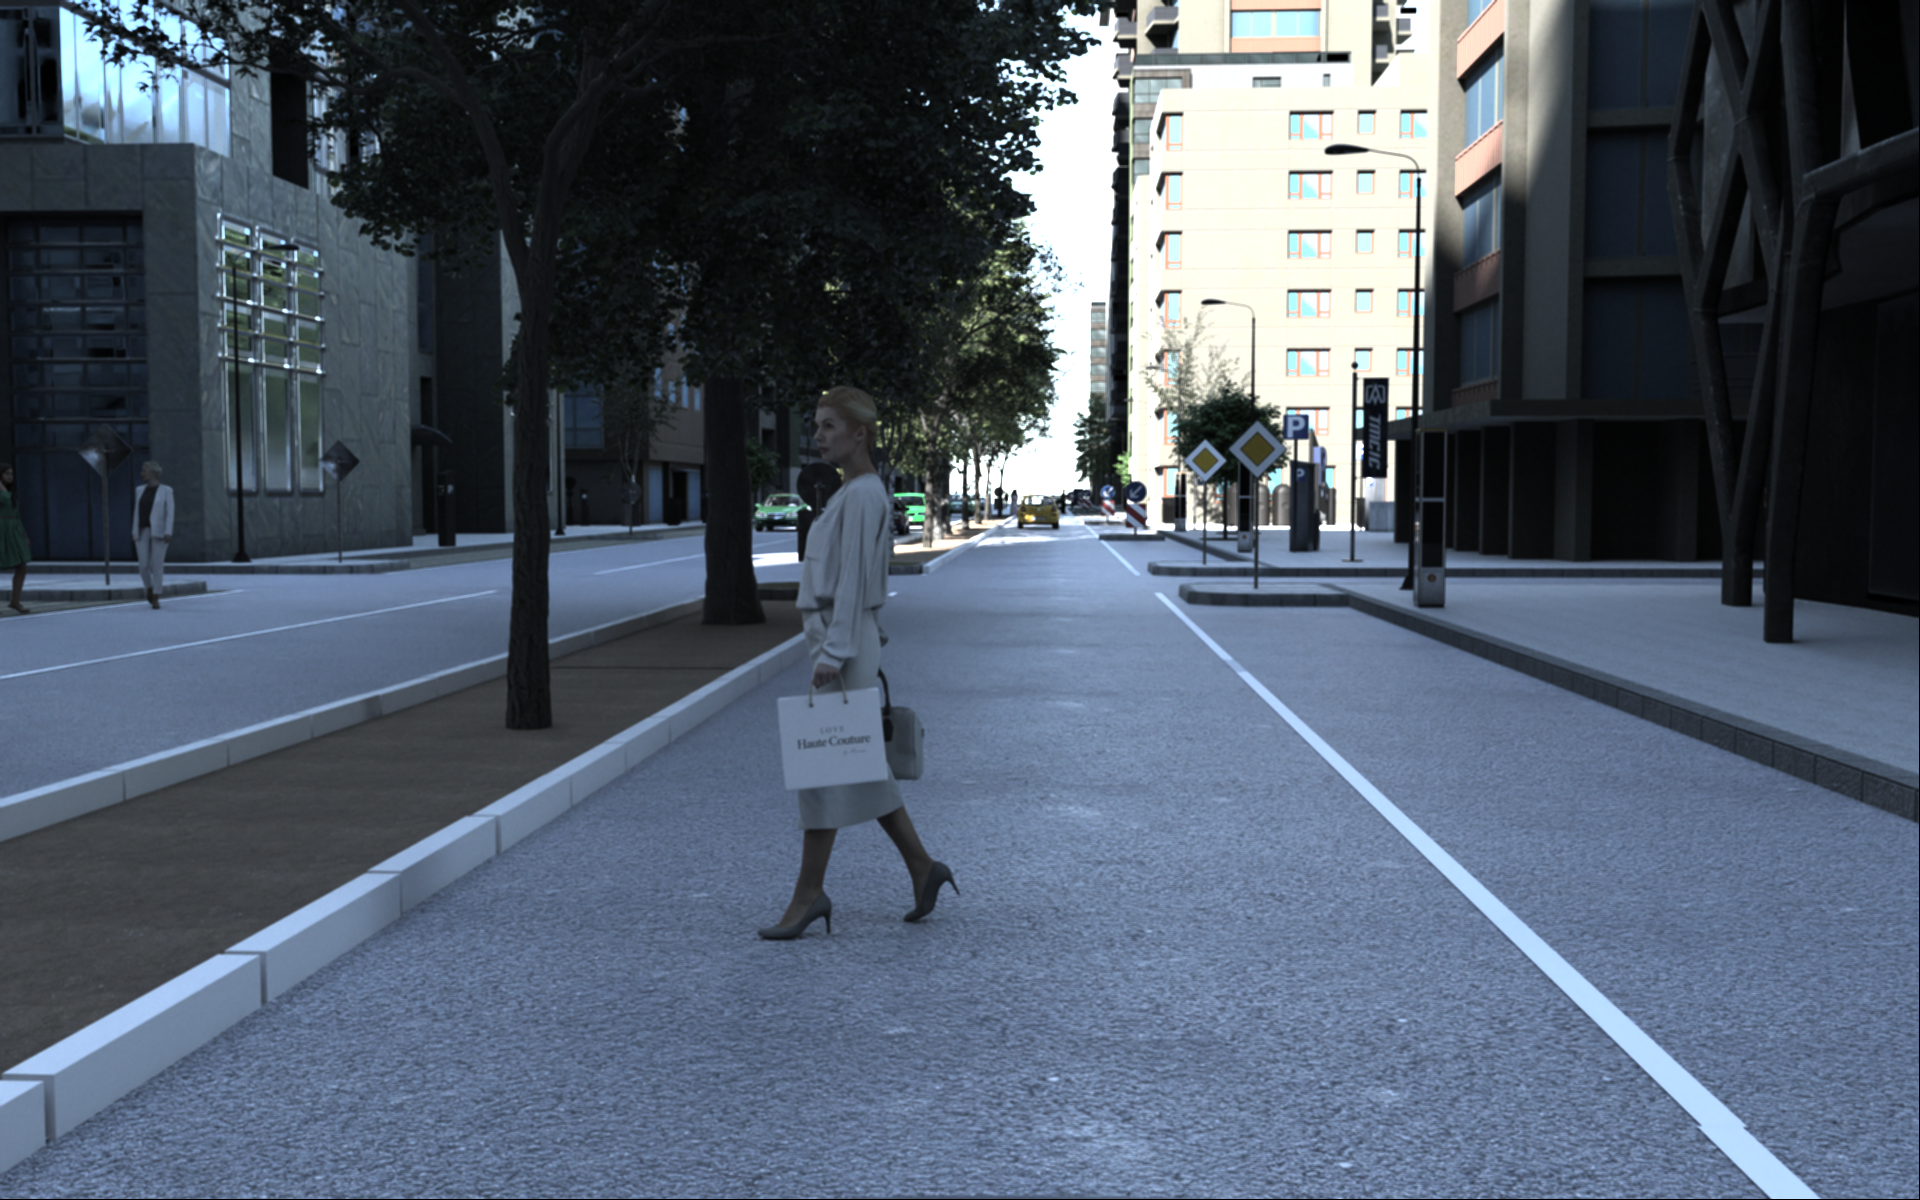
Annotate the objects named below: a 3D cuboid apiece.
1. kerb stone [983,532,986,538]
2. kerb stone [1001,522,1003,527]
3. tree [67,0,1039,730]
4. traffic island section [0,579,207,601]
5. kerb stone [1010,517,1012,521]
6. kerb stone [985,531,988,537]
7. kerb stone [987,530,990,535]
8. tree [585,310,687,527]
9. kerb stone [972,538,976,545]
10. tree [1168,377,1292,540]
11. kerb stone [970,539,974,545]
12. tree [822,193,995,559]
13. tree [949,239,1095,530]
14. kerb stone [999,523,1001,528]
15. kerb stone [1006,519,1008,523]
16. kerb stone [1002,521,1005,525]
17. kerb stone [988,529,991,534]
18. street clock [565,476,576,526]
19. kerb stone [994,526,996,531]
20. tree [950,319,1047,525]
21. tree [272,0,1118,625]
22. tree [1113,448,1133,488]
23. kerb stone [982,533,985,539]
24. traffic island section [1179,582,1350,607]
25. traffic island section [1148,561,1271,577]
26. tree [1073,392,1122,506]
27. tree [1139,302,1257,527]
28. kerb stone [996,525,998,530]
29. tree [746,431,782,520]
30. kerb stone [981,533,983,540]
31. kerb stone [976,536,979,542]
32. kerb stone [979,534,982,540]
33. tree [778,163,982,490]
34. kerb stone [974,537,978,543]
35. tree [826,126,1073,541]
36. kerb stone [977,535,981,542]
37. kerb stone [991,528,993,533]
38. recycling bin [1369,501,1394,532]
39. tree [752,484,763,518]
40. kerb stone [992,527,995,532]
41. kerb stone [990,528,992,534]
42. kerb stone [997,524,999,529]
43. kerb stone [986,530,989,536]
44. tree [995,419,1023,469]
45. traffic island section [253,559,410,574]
[{"bbox_3d":[0.673,-2.008,55.023,0.120,0.150,1.000,0,4,3],"label":"kerb stone"},{"bbox_3d":[1.646,-3.134,73.452,0.120,0.150,1.000,0,4,3],"label":"kerb stone"},{"bbox_3d":[-2.677,-4.468,9.916,8.767,10.594,7.601,0,4,3],"label":"tree"},{"bbox_3d":[-12.027,-0.130,24.399,2.009,0.180,2.903,0,4,3],"label":"traffic island section"},{"bbox_3d":[2.415,-4.011,87.781,0.120,0.150,1.000,0,4,3],"label":"kerb stone"},{"bbox_3d":[0.730,-2.069,56.043,0.120,0.150,1.000,0,4,3],"label":"kerb stone"},{"bbox_3d":[0.836,-2.195,58.089,0.120,0.150,1.000,0,4,3],"label":"kerb stone"},{"bbox_3d":[-12.706,-7.162,67.466,4.360,8.622,3.978,0,3,0],"label":"tree"},{"bbox_3d":[0.295,-1.569,47.848,0.120,0.150,1.000,0,4,3],"label":"kerb stone"},{"bbox_3d":[7.531,-3.961,48.474,4.285,4.588,4.351,0,3,0],"label":"tree"},{"bbox_3d":[0.231,-1.506,46.816,0.120,0.150,1.000,0,4,3],"label":"kerb stone"},{"bbox_3d":[-1.566,-5.242,38.523,4.737,8.622,4.395,0,3,0],"label":"tree"},{"bbox_3d":[0.192,-9.589,69.612,12.009,13.543,11.850,0,3,0],"label":"tree"},{"bbox_3d":[1.491,-2.946,70.376,0.120,0.150,1.000,0,4,3],"label":"kerb stone"},{"bbox_3d":[2.027,-3.574,80.626,0.120,0.150,1.000,0,4,3],"label":"kerb stone"},{"bbox_3d":[1.763,-3.260,75.503,0.120,0.150,1.000,0,4,3],"label":"kerb stone"},{"bbox_3d":[0.898,-2.257,59.116,0.120,0.150,1.000,0,4,3],"label":"kerb stone"},{"bbox_3d":[-15.921,-4.044,70.690,0.471,2.002,0.358,2,4,24],"label":"street clock"},{"bbox_3d":[1.156,-2.571,64.237,0.120,0.150,1.000,0,4,3],"label":"kerb stone"},{"bbox_3d":[0.744,-9.366,81.346,9.928,11.665,9.643,0,3,0],"label":"tree"},{"bbox_3d":[-2.503,-6.698,18.628,9.857,13.997,8.962,0,3,0],"label":"tree"},{"bbox_3d":[11.293,-7.657,108.898,4.285,4.588,4.351,0,3,0],"label":"tree"},{"bbox_3d":[0.617,-1.945,53.997,0.120,0.150,1.000,0,4,3],"label":"kerb stone"},{"bbox_3d":[4.042,-0.077,23.540,2.009,0.180,2.903,0,4,3],"label":"traffic island section"},{"bbox_3d":[4.467,-0.565,31.514,2.009,0.180,2.903,0,4,3],"label":"traffic island section"},{"bbox_3d":[15.429,-16.748,191.949,7.486,12.596,7.792,0,3,0],"label":"tree"},{"bbox_3d":[8.926,-7.118,66.740,4.360,8.622,3.978,0,3,0],"label":"tree"},{"bbox_3d":[1.269,-2.696,66.281,0.120,0.150,1.000,0,4,3],"label":"kerb stone"},{"bbox_3d":[-10.824,-6.361,87.718,4.285,4.588,4.351,0,3,0],"label":"tree"},{"bbox_3d":[0.561,-1.877,52.977,0.120,0.150,1.000,0,4,3],"label":"kerb stone"},{"bbox_3d":[0.399,-1.695,49.910,0.120,0.150,1.000,0,4,3],"label":"kerb stone"},{"bbox_3d":[0.510,-1.820,51.951,0.120,0.150,1.000,0,4,3],"label":"kerb stone"},{"bbox_3d":[-1.508,-4.945,33.672,4.360,8.622,3.978,0,3,0],"label":"tree"},{"bbox_3d":[0.341,-1.632,48.878,0.120,0.150,1.000,0,4,3],"label":"kerb stone"},{"bbox_3d":[-0.634,-8.054,52.259,7.486,12.596,7.792,0,3,0],"label":"tree"},{"bbox_3d":[0.450,-1.758,50.931,0.120,0.150,1.000,0,4,3],"label":"kerb stone"},{"bbox_3d":[0.996,-2.382,61.170,0.120,0.150,1.000,0,4,3],"label":"kerb stone"},{"bbox_3d":[14.441,-2.845,59.070,0.722,1.027,0.722,-3,5,-44],"label":"recycling bin"},{"bbox_3d":[-11.072,-5.964,92.120,1.663,3.219,1.824,0,3,0],"label":"tree"},{"bbox_3d":[1.105,-2.507,63.213,0.120,0.150,1.000,0,4,3],"label":"kerb stone"},{"bbox_3d":[0.948,-2.317,60.150,0.120,0.150,1.000,0,4,3],"label":"kerb stone"},{"bbox_3d":[1.381,-2.822,68.331,0.120,0.150,1.000,0,4,3],"label":"kerb stone"},{"bbox_3d":[0.784,-2.125,57.064,0.120,0.150,1.000,0,4,3],"label":"kerb stone"},{"bbox_3d":[1.682,-8.818,97.001,4.737,8.622,4.395,0,3,0],"label":"tree"},{"bbox_3d":[-11.601,-0.617,32.373,2.009,0.180,2.903,0,4,3],"label":"traffic island section"}]
